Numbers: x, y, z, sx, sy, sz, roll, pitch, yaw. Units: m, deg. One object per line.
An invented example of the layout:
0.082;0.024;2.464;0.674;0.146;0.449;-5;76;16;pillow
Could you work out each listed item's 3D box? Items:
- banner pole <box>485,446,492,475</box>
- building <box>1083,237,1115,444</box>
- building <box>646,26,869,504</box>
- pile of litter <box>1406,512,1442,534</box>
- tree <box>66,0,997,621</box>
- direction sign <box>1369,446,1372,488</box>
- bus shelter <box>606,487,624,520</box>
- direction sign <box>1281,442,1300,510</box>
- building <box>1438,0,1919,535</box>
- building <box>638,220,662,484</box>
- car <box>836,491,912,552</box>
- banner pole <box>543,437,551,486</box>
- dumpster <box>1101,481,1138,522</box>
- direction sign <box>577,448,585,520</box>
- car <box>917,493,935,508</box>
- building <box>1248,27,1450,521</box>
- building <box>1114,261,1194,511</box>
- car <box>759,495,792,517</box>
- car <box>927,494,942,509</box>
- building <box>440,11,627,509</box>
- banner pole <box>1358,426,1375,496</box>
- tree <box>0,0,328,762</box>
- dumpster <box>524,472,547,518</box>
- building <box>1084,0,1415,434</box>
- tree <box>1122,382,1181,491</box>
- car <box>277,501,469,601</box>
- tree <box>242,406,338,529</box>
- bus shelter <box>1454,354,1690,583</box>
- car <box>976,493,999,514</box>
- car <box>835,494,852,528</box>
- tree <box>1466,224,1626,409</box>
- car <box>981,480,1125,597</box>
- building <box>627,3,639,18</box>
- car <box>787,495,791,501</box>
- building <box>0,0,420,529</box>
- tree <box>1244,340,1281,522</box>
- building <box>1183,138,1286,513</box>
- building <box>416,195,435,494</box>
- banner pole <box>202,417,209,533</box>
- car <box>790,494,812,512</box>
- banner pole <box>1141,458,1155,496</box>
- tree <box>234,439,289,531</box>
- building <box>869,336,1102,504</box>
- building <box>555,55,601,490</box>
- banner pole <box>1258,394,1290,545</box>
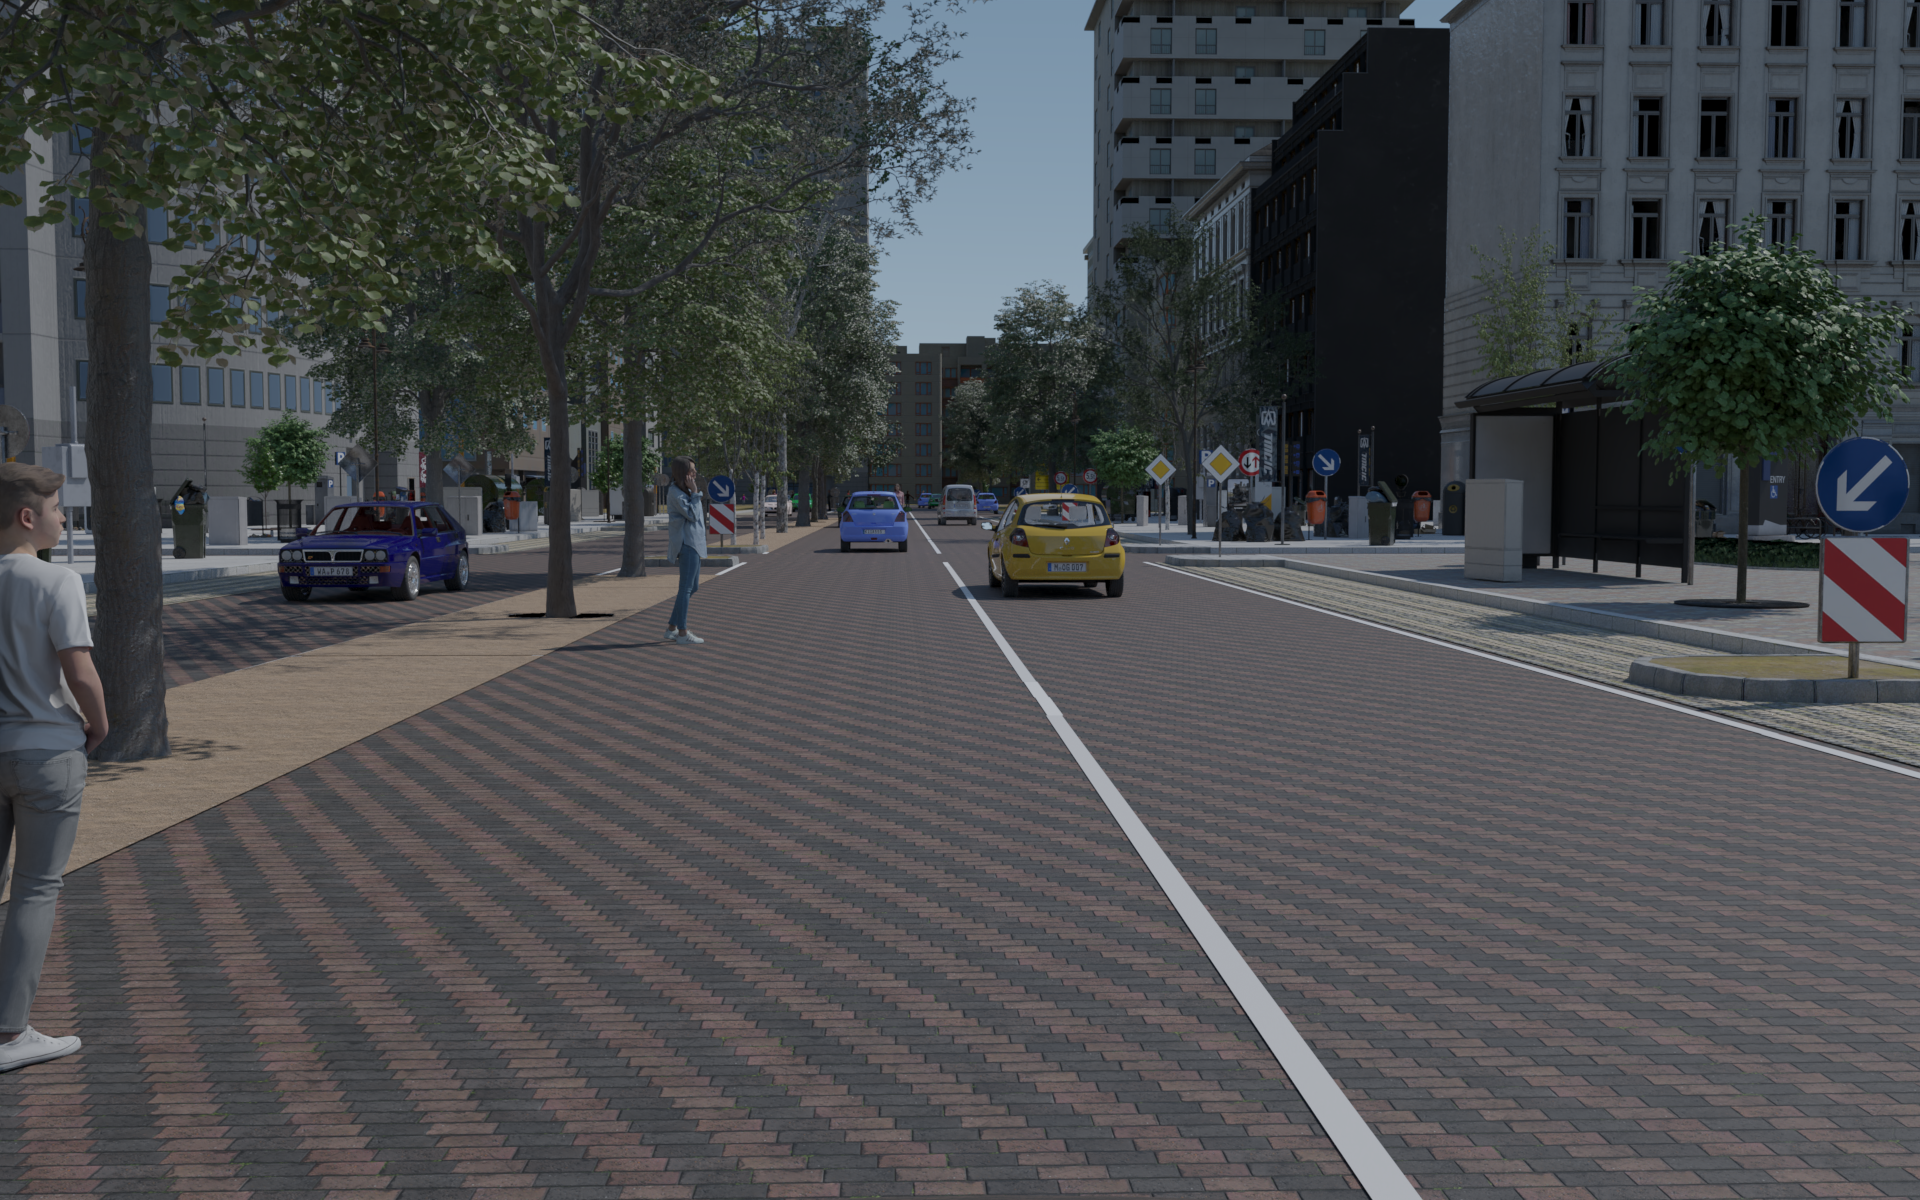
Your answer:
-24.334;-6.075;89.336;0.401;3.779;0.863;-3;5;-42;banner pole
29.401;-32.862;229.179;23.993;40.220;32.217;0;4;-2;building
-25.696;-41.575;221.750;28.212;58.520;21.231;0;4;-2;building
14.791;-2.553;55.701;1.719;0.858;1.176;0;4;4;pile of litter
-4.579;-6.524;19.488;12.009;13.543;11.850;0;3;0;tree
19.166;-5.443;80.983;0.379;3.537;0.876;2;4;25;direction sign
-16.938;-5.795;88.672;2.014;3.302;5.546;0;4;-2;bus shelter
14.277;-5.069;74.881;0.876;3.537;0.379;-1;4;-13;direction sign
26.752;-12.835;59.008;18.267;20.994;9.793;0;4;-2;building
-37.753;-24.672;175.082;14.107;30.474;14.160;0;4;-2;building
-2.180;-2.103;43.970;1.945;1.707;3.694;0;4;-3;car
-15.716;-4.719;67.173;0.863;3.779;0.401;0;4;-8;banner pole
7.513;-4.829;81.449;1.502;2.255;1.985;0;4;-2;dumpster
-18.511;-5.660;84.543;0.379;3.537;0.876;-2;4;-30;direction sign
-3.458;-10.281;177.683;1.945;1.707;3.694;0;4;-3;car
22.910;-15.972;90.816;12.332;23.373;15.834;0;4;-2;building
28.234;-18.175;142.208;27.650;21.520;28.899;0;4;-2;building
-11.711;-5.995;110.374;2.083;1.381;4.827;0;4;-2;car
-2.184;-9.693;167.278;1.959;1.807;4.718;0;4;-3;car
-37.253;-30.839;154.321;14.600;45.320;14.200;0;4;-2;building
15.115;-4.542;64.278;0.401;3.779;0.863;-3;4;-36;banner pole
-4.655;-5.437;9.475;7.486;12.596;7.792;0;3;0;tree
-18.376;-4.530;76.551;1.502;2.255;1.985;0;4;-2;dumpster
27.814;-35.484;169.402;28.713;52.752;27.495;0;4;-2;building
12.163;-9.869;111.722;4.737;8.622;4.395;0;3;0;tree
-8.214;-0.727;24.470;1.945;1.354;3.894;0;4;-1;car
-25.020;-4.961;64.832;4.285;4.588;4.351;0;3;0;tree
9.651;-2.041;27.288;2.014;3.302;5.546;0;4;-2;bus shelter
1.834;-6.958;123.346;1.945;1.707;3.694;0;4;-1;car
-4.427;-4.010;75.350;2.009;1.686;4.222;0;4;-3;car
15.612;-5.921;47.173;4.737;8.622;4.395;0;3;0;tree
1.350;-0.935;25.513;2.015;1.641;3.980;0;4;-3;car
-50.082;-47.826;220.211;20.611;71.187;20.563;0;4;-2;building
-16.529;-9.147;161.918;2.083;1.381;4.827;0;4;-3;car
-38.090;-32.547;74.135;21.231;58.520;28.212;0;4;-2;building
12.784;-7.842;78.583;4.360;8.622;3.978;0;3;0;tree
20.967;-17.109;108.609;11.050;23.489;19.941;0;4;-2;building
-32.721;-27.755;103.904;14.600;45.320;14.200;0;4;-2;building
-24.575;-4.061;56.407;0.401;3.779;0.863;-1;4;-22;banner pole
-12.529;-7.882;137.662;1.959;1.807;4.718;0;4;-2;car
11.439;-7.036;105.052;0.863;3.779;0.401;-1;4;-13;banner pole
-24.501;-4.078;61.274;1.663;3.219;1.824;0;3;0;tree
2.729;-23.360;226.972;28.899;21.520;27.650;0;4;-2;building
-39.336;-50.005;130.253;22.319;86.520;31.000;0;4;-2;building
7.892;-3.271;43.499;0.863;3.779;0.401;0;4;-6;banner pole
